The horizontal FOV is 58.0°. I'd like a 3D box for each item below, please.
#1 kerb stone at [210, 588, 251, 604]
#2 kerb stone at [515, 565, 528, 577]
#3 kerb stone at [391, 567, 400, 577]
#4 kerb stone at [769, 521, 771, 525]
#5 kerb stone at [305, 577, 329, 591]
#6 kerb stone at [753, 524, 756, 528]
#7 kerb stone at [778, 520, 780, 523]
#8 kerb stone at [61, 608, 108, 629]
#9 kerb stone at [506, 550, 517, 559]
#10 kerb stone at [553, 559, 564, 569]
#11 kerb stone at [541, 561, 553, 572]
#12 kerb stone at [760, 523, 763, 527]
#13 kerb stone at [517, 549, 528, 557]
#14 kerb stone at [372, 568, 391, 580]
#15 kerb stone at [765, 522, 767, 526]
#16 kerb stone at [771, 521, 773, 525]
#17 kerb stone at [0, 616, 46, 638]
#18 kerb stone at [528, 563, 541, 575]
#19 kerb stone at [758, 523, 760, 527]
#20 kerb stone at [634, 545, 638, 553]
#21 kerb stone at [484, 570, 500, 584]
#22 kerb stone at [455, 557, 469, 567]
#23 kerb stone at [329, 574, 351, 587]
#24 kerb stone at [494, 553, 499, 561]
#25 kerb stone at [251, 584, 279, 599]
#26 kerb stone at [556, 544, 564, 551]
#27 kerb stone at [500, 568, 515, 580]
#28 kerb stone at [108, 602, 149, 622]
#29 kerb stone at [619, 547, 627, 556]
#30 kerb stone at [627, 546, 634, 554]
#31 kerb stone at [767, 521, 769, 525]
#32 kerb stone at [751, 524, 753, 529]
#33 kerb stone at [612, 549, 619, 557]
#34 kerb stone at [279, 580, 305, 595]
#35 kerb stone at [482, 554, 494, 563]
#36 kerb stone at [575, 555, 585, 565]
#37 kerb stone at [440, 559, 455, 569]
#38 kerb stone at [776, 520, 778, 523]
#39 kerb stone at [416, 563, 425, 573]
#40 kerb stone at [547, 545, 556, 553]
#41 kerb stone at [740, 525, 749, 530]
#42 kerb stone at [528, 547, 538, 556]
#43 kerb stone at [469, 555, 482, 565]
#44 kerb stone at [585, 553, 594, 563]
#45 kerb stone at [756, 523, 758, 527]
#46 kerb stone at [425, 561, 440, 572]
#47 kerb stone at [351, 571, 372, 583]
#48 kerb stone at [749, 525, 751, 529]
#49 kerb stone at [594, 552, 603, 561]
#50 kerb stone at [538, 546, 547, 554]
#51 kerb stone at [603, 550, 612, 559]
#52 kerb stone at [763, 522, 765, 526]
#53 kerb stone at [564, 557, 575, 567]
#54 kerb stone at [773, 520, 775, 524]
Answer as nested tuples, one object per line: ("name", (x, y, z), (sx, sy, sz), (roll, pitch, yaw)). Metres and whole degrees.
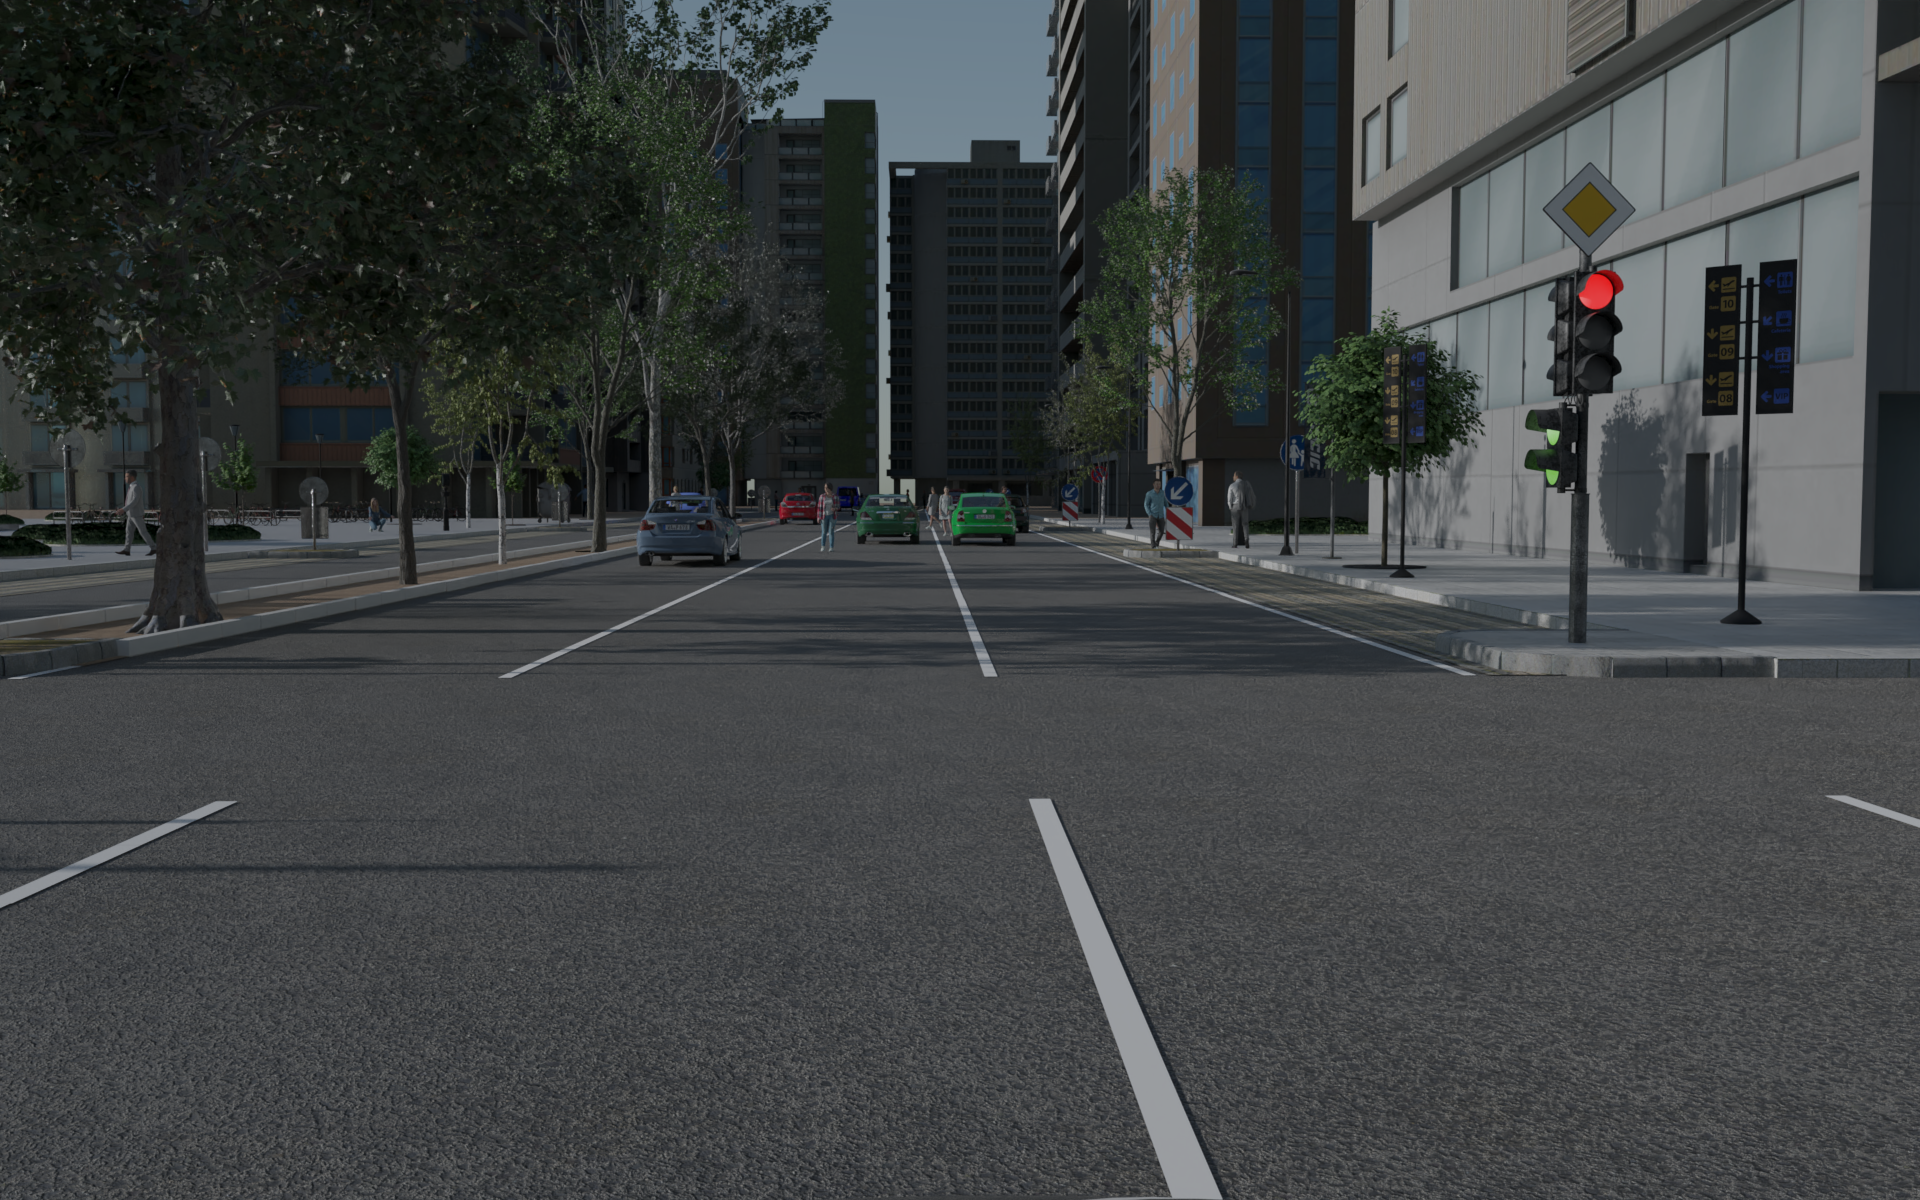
("kerb stone", (-9.641, -0.038, 22.844), (0.120, 0.150, 1.000), (0, 4, -1))
("kerb stone", (-7.708, -0.481, 30.053), (0.120, 0.150, 1.000), (0, 4, -1))
("kerb stone", (-9.809, -0.478, 30.013), (0.120, 0.150, 1.000), (0, 4, -1))
("kerb stone", (-8.870, -3.490, 79.275), (0.120, 0.150, 1.000), (0, 4, -1))
("kerb stone", (-9.715, -0.227, 25.913), (0.120, 0.150, 1.000), (0, 4, -1))
("kerb stone", (-8.705, -3.050, 72.112), (0.120, 0.150, 1.000), (0, 4, -1))
("kerb stone", (-8.997, -3.805, 84.405), (0.120, 0.150, 1.000), (0, 4, -1))
("kerb stone", (-9.547, 0.213, 18.737), (0.120, 0.150, 1.000), (0, 4, -1))
("kerb stone", (-10.015, -0.980, 38.237), (0.120, 0.150, 1.000), (0, 4, -1))
("kerb stone", (-7.791, -0.669, 33.139), (0.120, 0.150, 1.000), (0, 4, -1))
("kerb stone", (-7.763, -0.602, 32.108), (0.120, 0.150, 1.000), (0, 4, -1))
("kerb stone", (-8.778, -3.241, 75.178), (0.120, 0.150, 1.000), (0, 4, -1))
("kerb stone", (-10.028, -1.044, 39.259), (0.120, 0.150, 1.000), (0, 4, -1))
("kerb stone", (-9.787, -0.414, 28.991), (0.120, 0.150, 1.000), (0, 4, -1))
("kerb stone", (-8.829, -3.364, 77.222), (0.120, 0.150, 1.000), (0, 4, -1))
("kerb stone", (-8.903, -3.554, 80.303), (0.120, 0.150, 1.000), (0, 4, -1))
("kerb stone", (-9.521, 0.275, 17.700), (0.120, 0.150, 1.000), (0, 4, -1))
("kerb stone", (-7.736, -0.543, 31.075), (0.120, 0.150, 1.000), (0, 4, -1))
("kerb stone", (-8.758, -3.178, 74.156), (0.120, 0.150, 1.000), (0, 4, -1))
("kerb stone", (-8.010, -1.229, 42.367), (0.120, 0.150, 1.000), (0, 4, -1))
("kerb stone", (-7.670, -0.355, 28.007), (0.120, 0.150, 1.000), (0, 4, -1))
("kerb stone", (-9.906, -0.729, 34.110), (0.120, 0.150, 1.000), (0, 4, -1))
("kerb stone", (-9.736, -0.290, 26.938), (0.120, 0.150, 1.000), (0, 4, -1))
("kerb stone", (-9.977, -0.918, 37.203), (0.120, 0.150, 1.000), (0, 4, -1))
("kerb stone", (-9.665, -0.102, 23.870), (0.120, 0.150, 1.000), (0, 4, -1))
("kerb stone", (-10.127, -1.288, 43.350), (0.120, 0.150, 1.000), (0, 4, -1))
("kerb stone", (-7.687, -0.415, 29.029), (0.120, 0.150, 1.000), (0, 4, -1))
("kerb stone", (-9.572, 0.149, 19.764), (0.120, 0.150, 1.000), (0, 4, -1))
("kerb stone", (-7.955, -1.101, 40.321), (0.120, 0.150, 1.000), (0, 4, -1))
("kerb stone", (-7.985, -1.171, 41.342), (0.120, 0.150, 1.000), (0, 4, -1))
("kerb stone", (-8.848, -3.428, 78.251), (0.120, 0.150, 1.000), (0, 4, -1))
("kerb stone", (-8.688, -2.990, 71.088), (0.120, 0.150, 1.000), (0, 4, -1))
("kerb stone", (-7.937, -1.040, 39.298), (0.120, 0.150, 1.000), (0, 4, -1))
("kerb stone", (-9.689, -0.165, 24.892), (0.120, 0.150, 1.000), (0, 4, -1))
("kerb stone", (-9.960, -0.855, 36.172), (0.120, 0.150, 1.000), (0, 4, -1))
("kerb stone", (-7.828, -0.795, 35.195), (0.120, 0.150, 1.000), (0, 4, -1))
("kerb stone", (-9.891, -0.666, 33.081), (0.120, 0.150, 1.000), (0, 4, -1))
("kerb stone", (-8.975, -3.742, 83.383), (0.120, 0.150, 1.000), (0, 4, -1))
("kerb stone", (-9.834, -0.541, 31.034), (0.120, 0.150, 1.000), (0, 4, -1))
("kerb stone", (-10.102, -1.229, 42.327), (0.120, 0.150, 1.000), (0, 4, -1))
("kerb stone", (-8.629, -2.864, 69.041), (0.120, 0.150, 1.000), (0, 4, -1))
("kerb stone", (-10.057, -1.106, 40.283), (0.120, 0.150, 1.000), (0, 4, -1))
("kerb stone", (-9.937, -0.786, 35.147), (0.120, 0.150, 1.000), (0, 4, -1))
("kerb stone", (-7.866, -0.852, 36.230), (0.120, 0.150, 1.000), (0, 4, -1))
("kerb stone", (-8.737, -3.115, 73.134), (0.120, 0.150, 1.000), (0, 4, -1))
("kerb stone", (-9.865, -0.602, 32.059), (0.120, 0.150, 1.000), (0, 4, -1))
("kerb stone", (-9.764, -0.353, 27.969), (0.120, 0.150, 1.000), (0, 4, -1))
("kerb stone", (-8.662, -2.928, 70.066), (0.120, 0.150, 1.000), (0, 4, -1))
("kerb stone", (-7.885, -0.921, 37.252), (0.120, 0.150, 1.000), (0, 4, -1))
("kerb stone", (-10.082, -1.169, 41.305), (0.120, 0.150, 1.000), (0, 4, -1))
("kerb stone", (-7.905, -0.971, 38.274), (0.120, 0.150, 1.000), (0, 4, -1))
("kerb stone", (-8.808, -3.303, 76.200), (0.120, 0.150, 1.000), (0, 4, -1))
("kerb stone", (-7.807, -0.732, 34.172), (0.120, 0.150, 1.000), (0, 4, -1))
("kerb stone", (-8.926, -3.617, 81.332), (0.120, 0.150, 1.000), (0, 4, -1))
